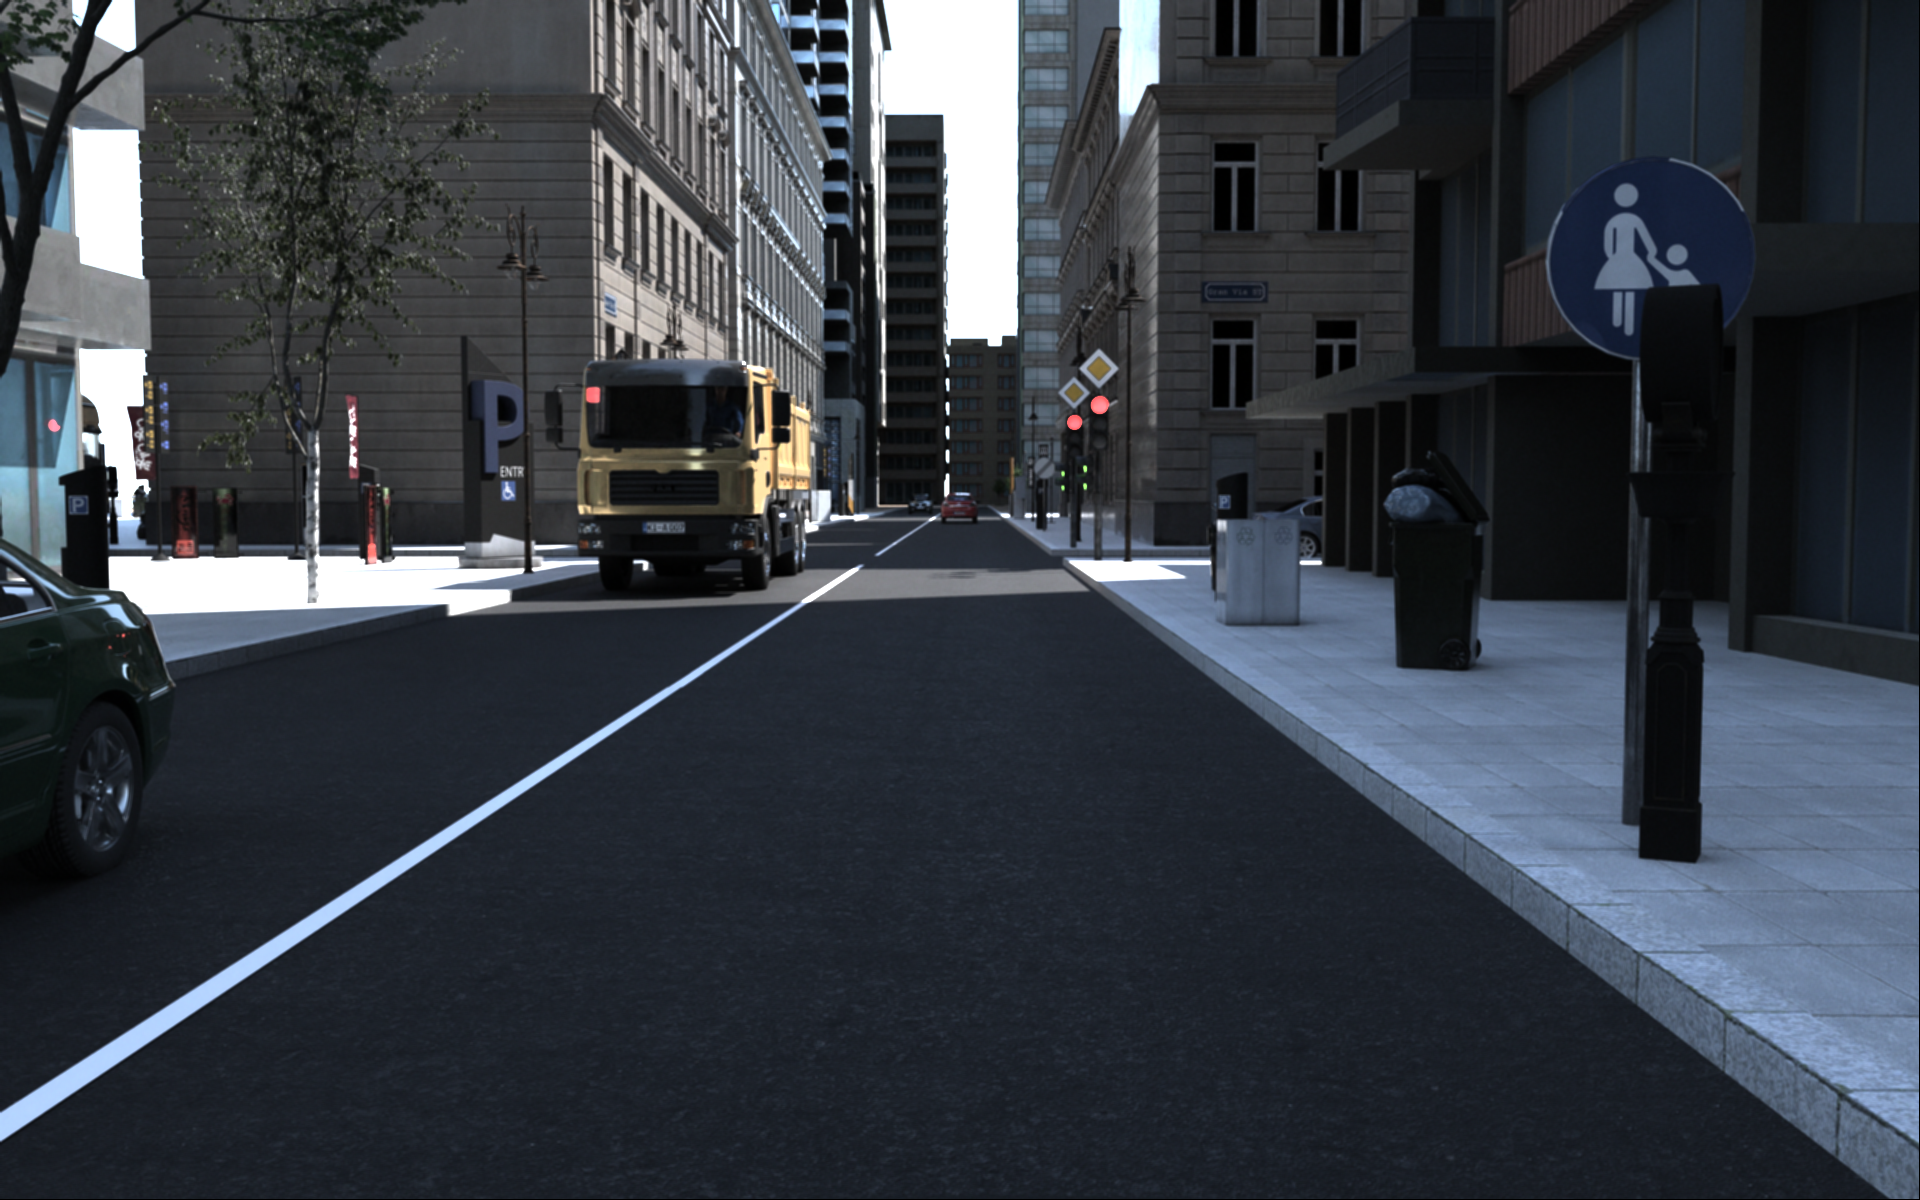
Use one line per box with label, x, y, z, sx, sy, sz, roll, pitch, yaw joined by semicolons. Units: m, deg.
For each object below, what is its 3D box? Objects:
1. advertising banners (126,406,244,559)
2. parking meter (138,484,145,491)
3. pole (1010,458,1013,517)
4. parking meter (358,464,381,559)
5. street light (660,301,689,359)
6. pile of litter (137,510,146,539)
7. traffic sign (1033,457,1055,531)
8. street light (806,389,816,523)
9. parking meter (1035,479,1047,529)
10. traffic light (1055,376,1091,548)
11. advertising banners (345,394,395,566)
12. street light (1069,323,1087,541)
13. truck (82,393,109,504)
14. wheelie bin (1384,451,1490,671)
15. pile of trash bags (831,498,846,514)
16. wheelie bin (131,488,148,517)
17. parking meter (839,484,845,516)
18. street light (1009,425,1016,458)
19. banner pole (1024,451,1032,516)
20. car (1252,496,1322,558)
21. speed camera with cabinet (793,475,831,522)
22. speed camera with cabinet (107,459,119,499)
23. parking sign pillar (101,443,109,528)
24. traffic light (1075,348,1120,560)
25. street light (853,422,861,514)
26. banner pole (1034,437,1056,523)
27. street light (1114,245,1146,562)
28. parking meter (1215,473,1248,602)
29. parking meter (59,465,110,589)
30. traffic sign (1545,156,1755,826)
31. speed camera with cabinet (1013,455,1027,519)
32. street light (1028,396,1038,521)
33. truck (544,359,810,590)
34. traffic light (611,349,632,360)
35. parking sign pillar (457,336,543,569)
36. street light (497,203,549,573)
advertising banners;-15.329;-2.329;34.266;2.074;3.025;0.090;-1;4;-16
parking meter;-47.174;-5.754;99.791;0.399;1.863;0.255;-1;4;-21
pole;2.889;-6.294;96.744;0.158;3.312;0.155;0;3;0
parking meter;-11.649;-1.743;34.211;0.399;1.863;0.255;0;4;6
street light;-6.851;-4.215;41.703;0.468;5.910;1.993;0;4;0
pile of litter;-23.028;-2.186;49.707;1.176;0.858;1.719;0;4;-3
traffic sign;2.920;-3.657;59.900;0.768;2.556;0.104;0;4;4
street light;-6.631;-6.339;76.426;0.468;5.910;1.993;0;4;0
parking meter;2.962;-3.516;63.199;0.399;1.863;0.255;1;4;15
traffic light;2.701;-3.211;41.418;0.839;4.253;0.868;0;4;0
advertising banners;-10.665;-2.148;31.311;0.090;3.025;2.074;0;4;3
street light;3.216;-4.531;46.862;0.468;5.910;1.993;0;4;0
truck;-24.211;-3.010;38.123;11.283;4.237;2.839;0;3;0
wheelie bin;3.528;-0.302;12.849;0.693;1.594;0.980;2;4;24
pile of trash bags;-9.021;-6.434;114.950;3.447;1.369;1.912;3;5;41
wheelie bin;-44.941;-5.324;94.956;0.693;1.594;0.980;0;4;7
parking meter;-6.804;-5.750;99.724;0.255;1.863;0.399;1;4;20
street light;3.534;-8.772;116.203;0.468;5.910;1.993;0;4;0
banner pole;4.020;-6.812;101.387;0.863;3.779;0.401;1;4;19
car;8.475;-1.540;37.182;4.499;1.417;2.014;0;4;0
speed camera with cabinet;-6.781;-5.205;79.443;0.660;3.252;2.038;2;4;35
speed camera with cabinet;-48.176;-6.267;96.801;2.038;3.252;0.660;-2;4;-34
parking sign pillar;-33.104;-4.754;66.200;1.447;3.967;1.447;3;5;45
traffic light;2.653;-2.722;33.433;0.839;4.253;0.868;0;4;0
street light;-6.571;-8.470;111.280;0.468;5.910;1.993;0;4;0
banner pole;3.839;-5.292;76.537;0.863;3.779;0.401;2;4;28
street light;3.163;-3.649;32.446;0.468;5.910;1.993;0;4;0
parking meter;3.230;-0.746;20.611;0.372;1.533;0.369;0;3;0
parking meter;-7.596;-0.405;15.038;0.372;1.533;0.369;0;3;0
traffic sign;2.618;-0.401;6.659;0.768;2.556;0.104;0;4;5
speed camera with cabinet;3.047;-5.794;89.060;0.660;3.252;2.038;0;4;-2
street light;3.442;-6.651;81.532;0.468;5.910;1.993;0;4;0
truck;-4.113;-1.966;28.075;3.469;3.379;9.791;0;3;0
traffic light;-6.509;-2.725;33.472;0.839;4.253;0.868;0;4;0
parking sign pillar;-8.010;-2.545;30.091;1.447;3.967;1.447;2;4;30
street light;-6.999;-3.371;27.901;0.468;5.910;1.993;0;4;0
